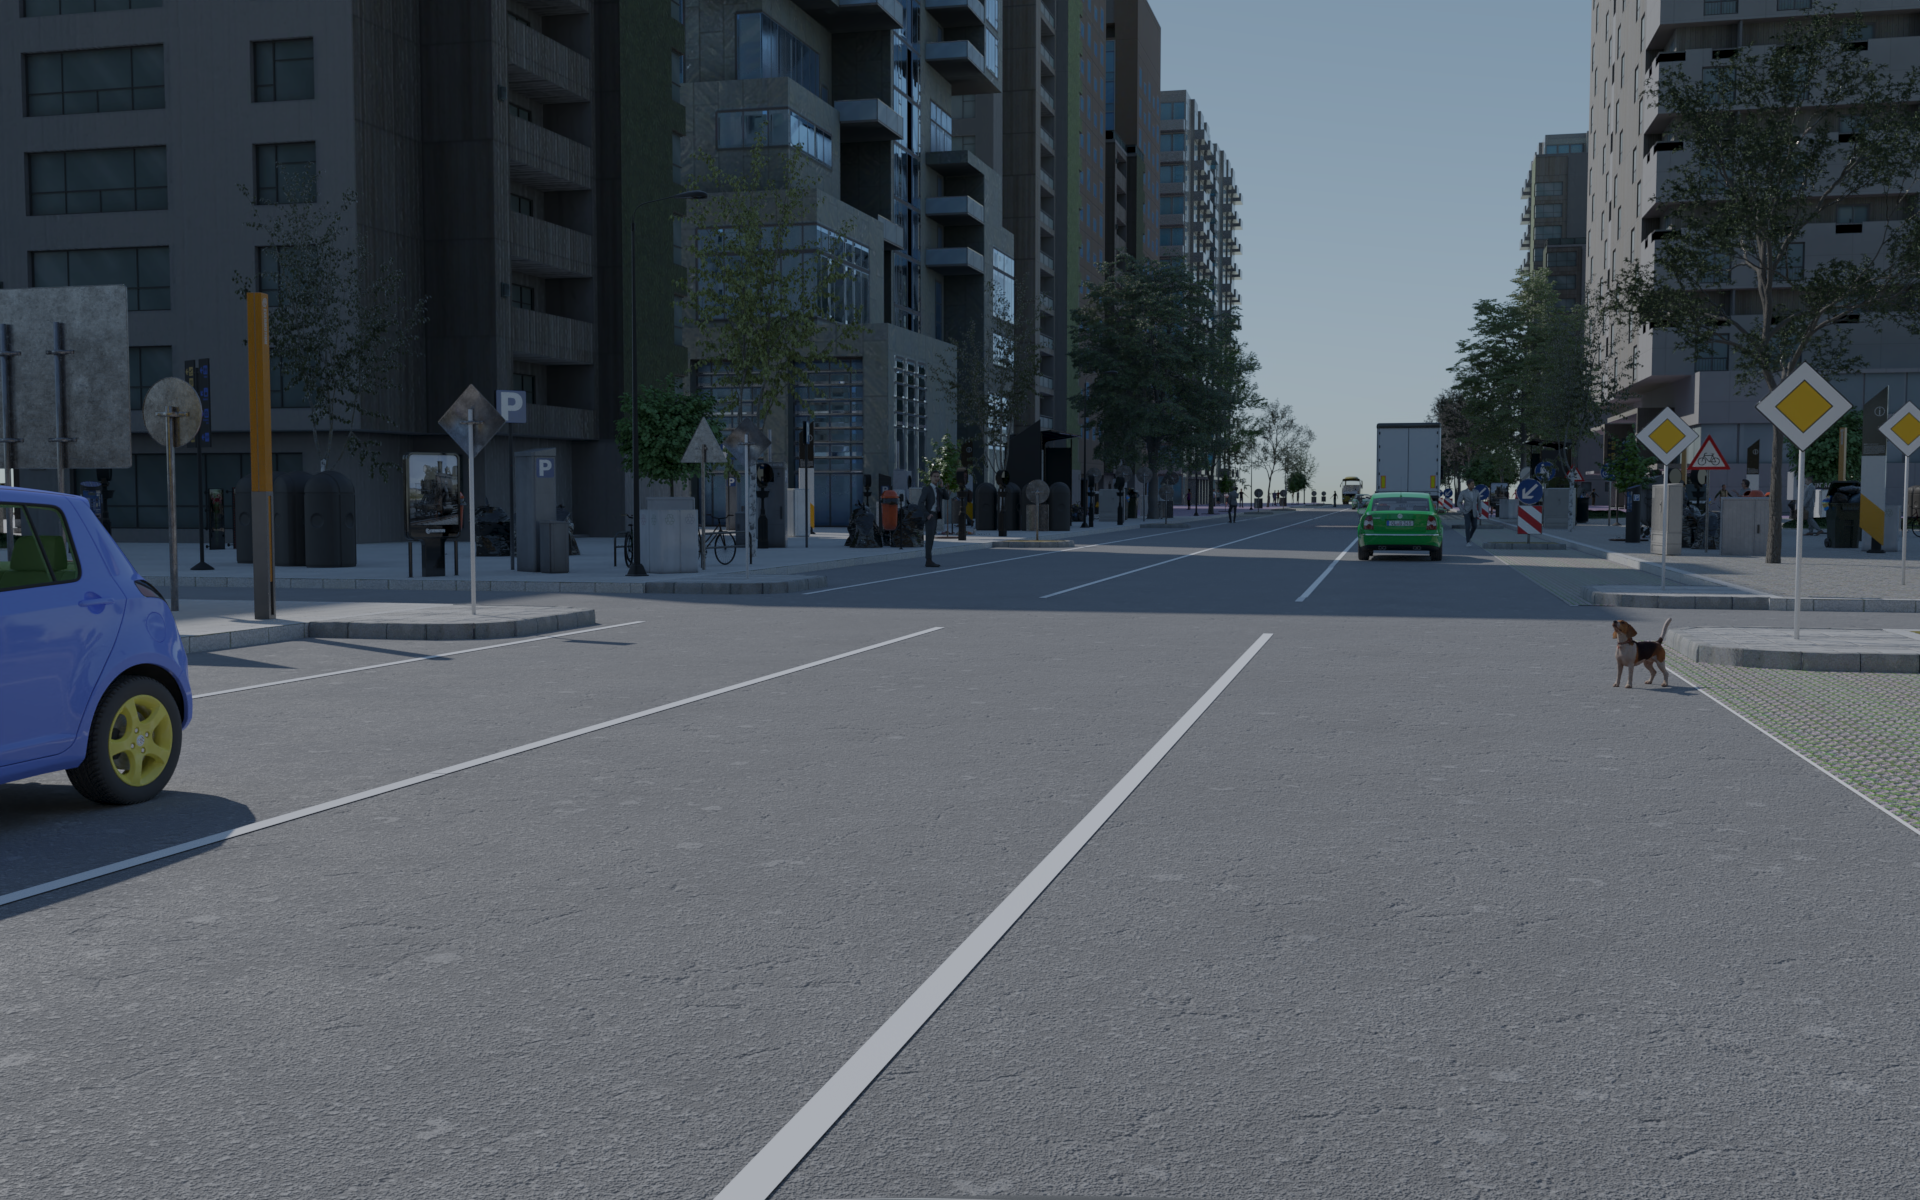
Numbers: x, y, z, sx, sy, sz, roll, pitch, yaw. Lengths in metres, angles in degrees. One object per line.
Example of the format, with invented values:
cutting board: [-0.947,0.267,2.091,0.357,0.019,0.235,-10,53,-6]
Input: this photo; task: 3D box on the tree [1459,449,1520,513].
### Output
tree: [38.210,-8.720,126.286,4.285,4.588,4.351,0,3,0]

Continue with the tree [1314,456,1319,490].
tree: [47.870,-17.750,240.577,4.360,8.622,3.978,0,3,0]

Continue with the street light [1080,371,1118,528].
street light: [5.261,-5.686,65.510,1.470,5.913,1.316,1,4,14]

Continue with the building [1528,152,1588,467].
building: [75.985,-32.152,209.276,14.154,41.232,14.086,1,4,14]

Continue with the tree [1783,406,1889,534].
tree: [28.115,-4.414,55.889,4.285,4.588,4.351,0,3,0]

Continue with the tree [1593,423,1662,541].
tree: [18.285,-3.213,47.131,1.663,3.219,1.824,0,3,0]

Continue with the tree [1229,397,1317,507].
tree: [29.918,-14.254,167.457,8.767,10.594,7.601,-1,4,-11]

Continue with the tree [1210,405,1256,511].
tree: [20.961,-11.189,133.303,4.360,8.622,3.978,0,3,0]

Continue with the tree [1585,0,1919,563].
tree: [15.397,-5.961,31.877,7.601,10.594,8.767,-1,4,-22]

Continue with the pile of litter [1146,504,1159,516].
pile of litter: [10.757,-4.958,95.026,1.176,0.858,1.719,2,4,27]

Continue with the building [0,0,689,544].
building: [-17.160,-17.004,49.724,14.160,30.474,14.107,1,4,14]

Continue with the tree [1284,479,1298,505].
tree: [39.294,-12.912,205.718,1.663,3.219,1.824,0,3,0]

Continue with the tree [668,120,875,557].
tree: [-4.088,-5.194,35.290,4.737,8.622,4.395,0,3,0]

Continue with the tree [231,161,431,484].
tree: [-14.109,-5.393,38.538,4.360,8.622,3.978,0,3,0]

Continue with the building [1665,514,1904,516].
building: [58.579,-32.074,113.642,28.713,52.752,27.495,1,4,14]

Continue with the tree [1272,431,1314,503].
tree: [36.912,-14.928,194.442,4.360,8.622,3.978,0,3,0]

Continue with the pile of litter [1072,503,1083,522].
pile of litter: [5.045,-4.028,79.825,1.719,0.858,1.176,-2,4,-32]

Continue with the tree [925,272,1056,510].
tree: [1.265,-6.559,57.600,4.360,8.622,3.978,0,3,0]

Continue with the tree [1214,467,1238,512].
tree: [19.386,-8.058,126.357,1.663,3.219,1.824,0,3,0]

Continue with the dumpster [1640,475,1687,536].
dumpster: [21.791,-2.935,53.751,1.264,1.857,1.865,1,4,14]

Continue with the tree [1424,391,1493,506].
tree: [55.094,-16.750,190.878,9.611,12.733,9.660,0,3,0]

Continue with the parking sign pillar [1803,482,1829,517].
parking sign pillar: [37.487,-5.340,75.781,1.447,3.967,1.447,0,4,6]

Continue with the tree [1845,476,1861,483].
tree: [40.232,-5.105,78.064,1.663,3.219,1.824,0,3,0]

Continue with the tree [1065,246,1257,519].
tree: [10.100,-11.165,89.197,9.857,13.997,8.962,0,3,0]

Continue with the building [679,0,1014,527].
building: [-9.722,-46.972,80.662,22.319,86.520,31.000,1,4,14]

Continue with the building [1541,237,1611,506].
building: [72.661,-25.896,195.107,14.160,30.474,14.107,1,4,14]

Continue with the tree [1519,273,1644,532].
tree: [20.927,-6.637,58.885,4.360,8.622,3.978,0,3,0]

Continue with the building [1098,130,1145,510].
building: [6.804,-22.450,138.760,14.160,30.474,14.107,1,4,14]

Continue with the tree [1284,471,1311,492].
tree: [42.089,-14.243,216.594,4.285,4.588,4.351,0,3,0]

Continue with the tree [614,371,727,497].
tree: [-7.788,-3.835,46.414,4.285,4.588,4.351,0,3,0]

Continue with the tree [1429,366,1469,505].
tree: [33.650,-10.561,107.078,8.767,10.594,7.601,0,4,1]

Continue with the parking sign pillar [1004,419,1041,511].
parking sign pillar: [2.231,-4.520,62.374,1.447,3.967,1.447,0,4,-5]

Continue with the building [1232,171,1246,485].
building: [27.006,-37.892,239.139,23.786,49.044,30.456,1,4,14]

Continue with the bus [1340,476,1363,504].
bus: [54.885,-15.337,242.303,2.896,3.916,12.252,1,4,15]

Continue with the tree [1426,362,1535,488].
tree: [46.501,-15.088,157.066,12.009,13.543,11.850,0,3,0]

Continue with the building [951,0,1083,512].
building: [-0.368,-26.106,110.425,14.154,41.232,14.086,1,4,14]

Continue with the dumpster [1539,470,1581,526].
dumpster: [24.473,-4.172,70.708,1.502,2.255,1.985,1,4,14]

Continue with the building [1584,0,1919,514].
building: [66.226,-33.687,140.027,28.713,52.752,27.495,1,4,14]

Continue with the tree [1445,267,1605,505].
tree: [28.327,-10.316,86.790,7.486,12.596,7.792,0,3,0]

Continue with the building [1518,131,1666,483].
building: [86.054,-37.298,229.425,23.786,49.044,30.456,1,4,14]

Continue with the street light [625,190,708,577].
street light: [-4.531,-3.318,26.785,1.470,5.913,1.316,1,4,14]

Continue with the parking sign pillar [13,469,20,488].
parking sign pillar: [-30.364,-4.185,56.901,1.447,3.967,1.447,-2,4,-25]

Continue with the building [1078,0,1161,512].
building: [9.715,-30.720,152.382,14.600,45.320,14.200,1,4,14]

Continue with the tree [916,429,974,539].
tree: [-0.260,-3.391,50.037,1.663,3.219,1.824,0,3,0]

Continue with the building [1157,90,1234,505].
building: [19.163,-36.083,209.567,23.786,49.044,30.456,1,4,14]

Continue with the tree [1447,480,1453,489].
tree: [60.415,-16.227,215.677,4.737,8.622,4.395,0,3,0]

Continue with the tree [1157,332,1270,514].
tree: [15.794,-11.234,109.436,9.928,11.665,9.643,0,3,0]
